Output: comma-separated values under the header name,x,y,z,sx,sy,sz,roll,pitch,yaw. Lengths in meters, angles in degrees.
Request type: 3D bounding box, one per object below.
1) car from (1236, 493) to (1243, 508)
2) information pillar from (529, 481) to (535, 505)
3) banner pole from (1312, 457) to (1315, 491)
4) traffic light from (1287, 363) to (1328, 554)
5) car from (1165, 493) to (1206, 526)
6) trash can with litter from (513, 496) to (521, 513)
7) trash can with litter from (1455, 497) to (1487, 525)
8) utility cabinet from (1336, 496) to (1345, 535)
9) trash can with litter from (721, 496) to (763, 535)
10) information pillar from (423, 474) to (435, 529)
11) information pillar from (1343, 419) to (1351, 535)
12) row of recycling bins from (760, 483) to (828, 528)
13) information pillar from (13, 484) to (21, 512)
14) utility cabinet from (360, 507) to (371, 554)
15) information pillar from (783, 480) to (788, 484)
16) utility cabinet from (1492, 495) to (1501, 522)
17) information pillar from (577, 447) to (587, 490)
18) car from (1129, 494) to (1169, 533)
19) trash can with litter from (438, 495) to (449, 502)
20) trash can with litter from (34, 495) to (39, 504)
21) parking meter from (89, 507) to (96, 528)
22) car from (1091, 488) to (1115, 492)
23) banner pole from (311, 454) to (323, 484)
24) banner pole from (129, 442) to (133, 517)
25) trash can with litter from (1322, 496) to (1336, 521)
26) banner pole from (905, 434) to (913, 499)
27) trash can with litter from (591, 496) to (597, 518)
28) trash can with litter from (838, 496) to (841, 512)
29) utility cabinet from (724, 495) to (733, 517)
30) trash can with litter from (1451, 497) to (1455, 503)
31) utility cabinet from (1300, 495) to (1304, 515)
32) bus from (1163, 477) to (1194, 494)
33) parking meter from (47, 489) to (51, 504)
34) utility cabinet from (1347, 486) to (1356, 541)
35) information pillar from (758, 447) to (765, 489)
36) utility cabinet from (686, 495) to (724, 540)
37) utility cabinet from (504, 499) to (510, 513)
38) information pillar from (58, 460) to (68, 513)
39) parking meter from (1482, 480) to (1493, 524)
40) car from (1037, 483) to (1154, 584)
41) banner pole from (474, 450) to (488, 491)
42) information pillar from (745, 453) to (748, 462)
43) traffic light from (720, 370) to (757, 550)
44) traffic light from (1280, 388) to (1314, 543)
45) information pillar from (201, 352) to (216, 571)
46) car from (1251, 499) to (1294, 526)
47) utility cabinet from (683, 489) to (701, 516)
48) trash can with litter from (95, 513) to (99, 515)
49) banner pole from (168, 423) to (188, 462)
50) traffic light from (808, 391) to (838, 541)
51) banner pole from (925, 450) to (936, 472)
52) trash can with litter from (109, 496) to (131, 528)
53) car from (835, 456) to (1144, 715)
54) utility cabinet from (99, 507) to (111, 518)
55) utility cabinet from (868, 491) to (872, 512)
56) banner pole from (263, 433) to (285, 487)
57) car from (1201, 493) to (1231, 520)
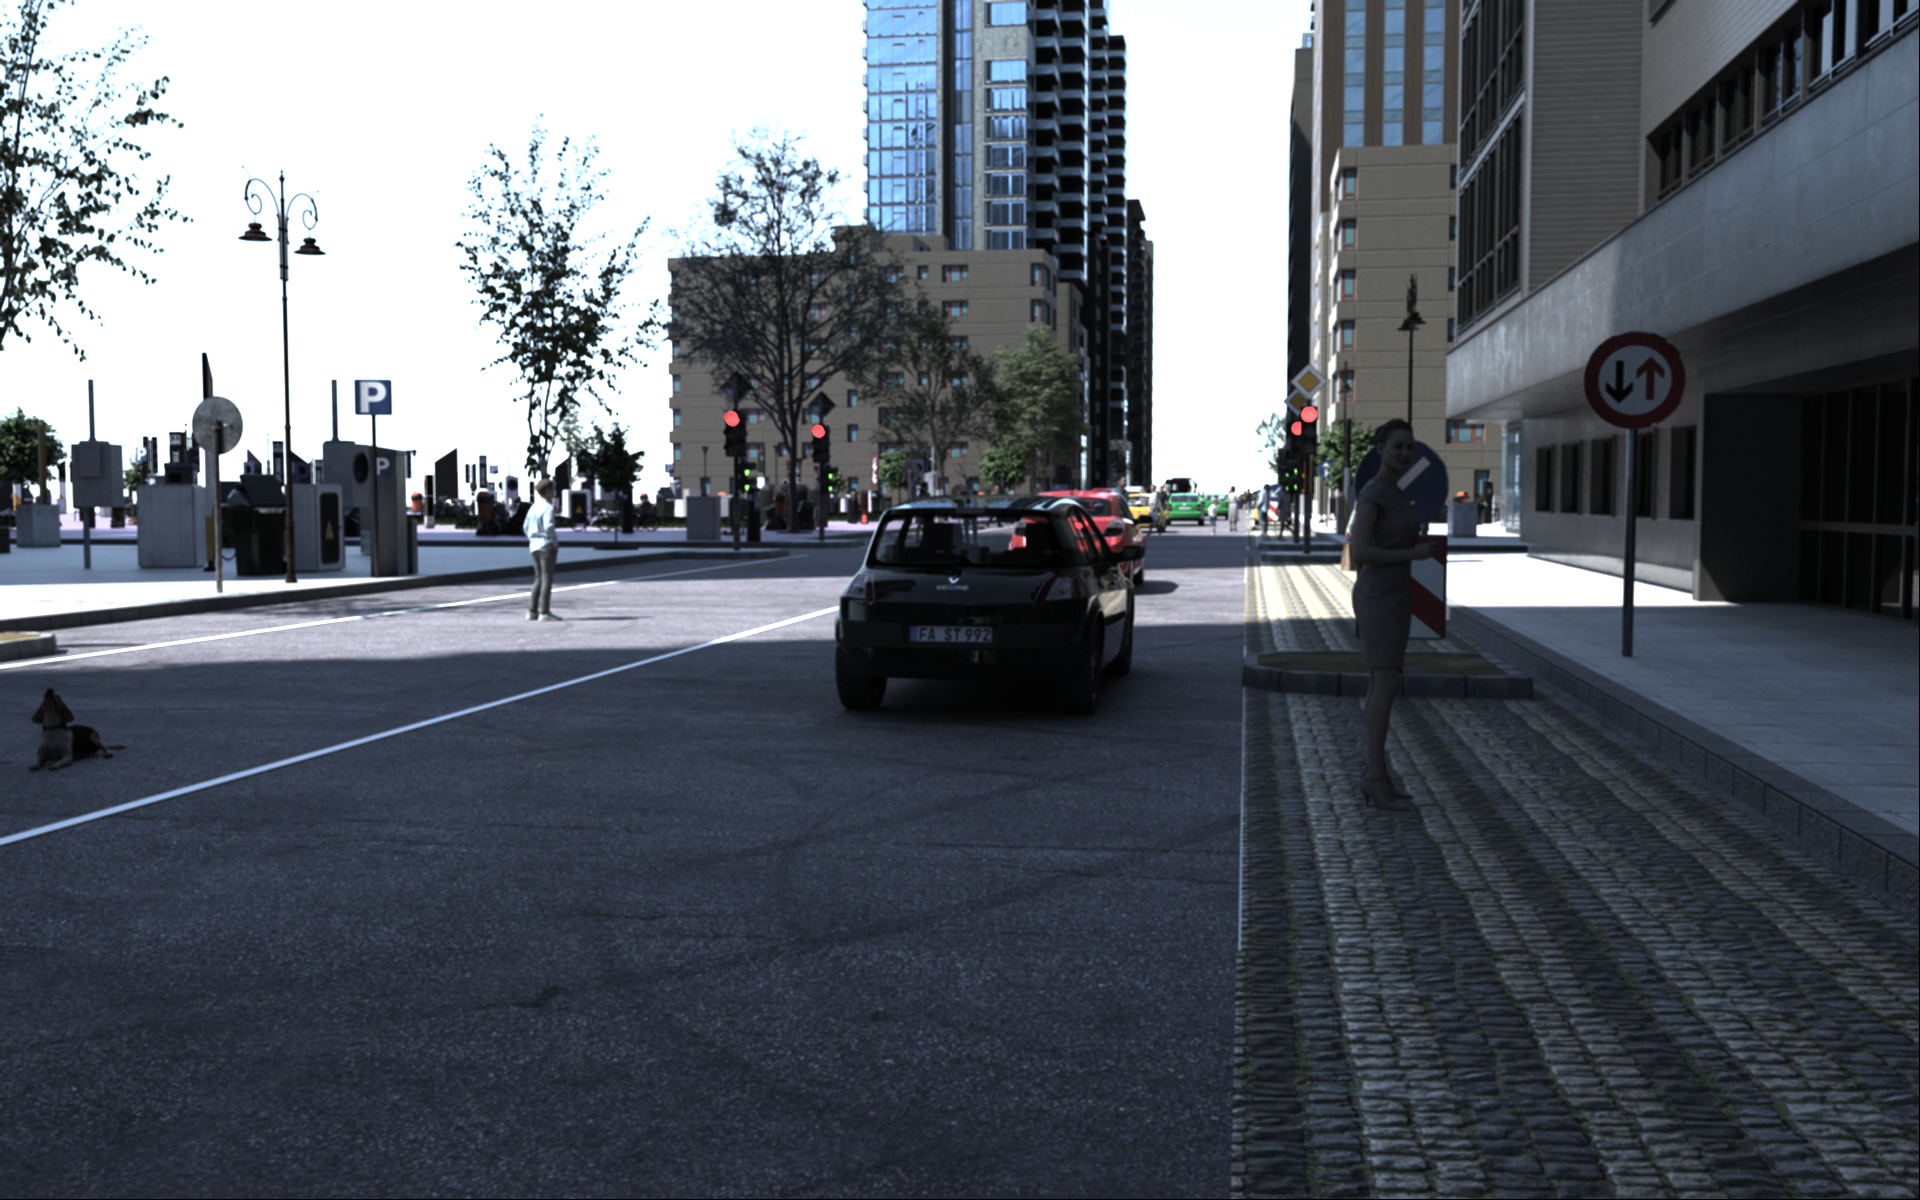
name,x,y,z,sx,sy,sz,roll,pitch,yaw
car,27.728,-10.042,173.774,1.945,1.707,3.694,1,4,10
information pillar,-24.042,-5.680,97.366,0.304,2.012,0.304,0,4,-5
banner pole,23.862,-7.738,116.534,0.401,3.779,0.863,-3,4,-36
traffic light,7.475,-2.959,37.300,0.839,4.253,0.868,1,4,9
car,10.283,-4.312,79.305,1.959,1.807,4.718,0,4,8
trash can with litter,-28.167,-6.029,109.960,0.624,1.170,1.055,-1,4,-16
trash can with litter,21.114,-3.664,71.299,1.055,1.170,0.624,-1,4,-17
utility cabinet,12.123,-2.687,55.093,0.306,1.237,1.020,1,4,9
trash can with litter,-7.110,-2.680,54.867,1.678,1.210,2.233,-1,4,-8
information pillar,-19.806,-3.677,64.604,0.304,2.012,0.304,-2,4,-34
information pillar,12.113,-3.842,54.177,0.183,3.616,0.504,0,4,0
row of recycling bins,-6.516,-3.693,67.493,3.534,1.692,1.069,3,5,41
information pillar,-40.869,-5.127,75.179,0.183,3.616,0.504,1,4,19
utility cabinet,-12.336,-1.703,36.524,0.318,1.500,1.173,-3,4,-36
information pillar,-9.111,-5.298,91.122,0.304,2.012,0.304,1,4,22
utility cabinet,25.031,-4.247,80.599,1.020,1.237,0.306,-3,5,-40
information pillar,-18.934,-5.841,86.850,0.504,3.616,0.183,1,4,16
car,6.853,-3.364,65.223,2.015,1.641,3.980,1,4,9
trash can with litter,-25.679,-4.671,87.422,2.233,1.210,1.678,-1,4,-11
trash can with litter,-59.386,-6.022,109.517,2.233,1.210,1.678,1,4,9
parking meter,-32.654,-3.459,64.966,0.372,1.533,0.369,0,3,0
car,8.858,-6.016,107.032,2.281,1.827,5.304,1,4,11
banner pole,-40.287,-7.239,108.368,0.863,3.779,0.401,-2,4,-32
banner pole,-39.408,-5.650,82.398,0.401,3.779,0.863,-2,4,-28
trash can with litter,18.251,-4.431,83.508,1.678,1.210,2.233,3,5,40
banner pole,-2.103,-5.012,71.958,0.401,3.779,0.863,1,4,20
trash can with litter,-19.533,-4.843,90.571,0.624,1.170,1.055,3,4,38
trash can with litter,-6.149,-4.909,91.316,1.678,1.210,2.233,3,5,40
utility cabinet,-12.441,-5.052,93.761,1.020,1.237,0.306,0,4,-7
trash can with litter,21.033,-3.732,72.411,1.055,1.170,0.624,0,4,4
utility cabinet,20.960,-5.802,106.028,1.020,1.237,0.306,1,4,14
bus,23.248,-11.523,183.268,2.948,3.499,13.247,1,4,10
parking meter,-42.537,-4.420,80.681,0.372,1.533,0.369,0,3,0
utility cabinet,10.698,-2.329,46.751,0.318,1.500,1.173,1,4,21
information pillar,-9.933,-5.833,86.727,0.504,3.616,0.183,3,5,42
utility cabinet,-7.168,-2.279,48.421,1.020,1.237,0.306,2,4,32
utility cabinet,-29.500,-6.368,112.798,0.318,1.500,1.173,-1,4,-18
information pillar,-60.539,-7.676,116.860,0.504,3.616,0.183,-2,4,-32
parking meter,22.697,-4.208,74.515,0.399,1.863,0.255,-1,4,-21
car,1.850,-1.066,26.476,2.155,1.783,4.494,1,4,9
banner pole,-27.020,-6.577,97.554,0.863,3.779,0.401,-2,4,-24
information pillar,-12.119,-6.545,98.360,0.183,3.616,0.504,0,4,-3
traffic light,-5.068,-3.085,39.355,0.839,4.253,0.868,1,4,9
traffic light,8.781,-3.441,45.178,0.839,4.253,0.868,1,4,9
information pillar,-12.499,-2.293,28.853,0.183,3.616,0.504,-1,4,-12
car,14.403,-4.245,79.628,2.015,1.641,3.980,1,4,10
utility cabinet,-11.162,-3.881,72.137,0.318,1.500,1.173,1,4,15
trash can with litter,-52.524,-5.717,104.525,1.678,1.210,2.233,-3,5,-39
banner pole,-27.385,-4.334,60.871,0.863,3.779,0.401,0,4,2
traffic light,-3.763,-3.566,47.233,0.839,4.253,0.868,1,4,9
banner pole,-1.774,-6.649,98.725,0.863,3.779,0.401,1,4,14
trash can with litter,-31.954,-3.328,65.795,0.624,1.170,1.055,-1,4,-18
car,0.307,-0.182,12.760,2.009,1.686,4.222,1,4,10
utility cabinet,-46.632,-5.097,94.496,0.306,1.237,1.020,0,4,-5
utility cabinet,-6.007,-6.583,116.317,0.318,1.500,1.173,-2,4,-27
banner pole,-28.177,-4.965,71.198,0.863,3.779,0.401,-2,4,-31
car,14.183,-5.359,96.410,1.959,1.807,4.718,0,4,8
